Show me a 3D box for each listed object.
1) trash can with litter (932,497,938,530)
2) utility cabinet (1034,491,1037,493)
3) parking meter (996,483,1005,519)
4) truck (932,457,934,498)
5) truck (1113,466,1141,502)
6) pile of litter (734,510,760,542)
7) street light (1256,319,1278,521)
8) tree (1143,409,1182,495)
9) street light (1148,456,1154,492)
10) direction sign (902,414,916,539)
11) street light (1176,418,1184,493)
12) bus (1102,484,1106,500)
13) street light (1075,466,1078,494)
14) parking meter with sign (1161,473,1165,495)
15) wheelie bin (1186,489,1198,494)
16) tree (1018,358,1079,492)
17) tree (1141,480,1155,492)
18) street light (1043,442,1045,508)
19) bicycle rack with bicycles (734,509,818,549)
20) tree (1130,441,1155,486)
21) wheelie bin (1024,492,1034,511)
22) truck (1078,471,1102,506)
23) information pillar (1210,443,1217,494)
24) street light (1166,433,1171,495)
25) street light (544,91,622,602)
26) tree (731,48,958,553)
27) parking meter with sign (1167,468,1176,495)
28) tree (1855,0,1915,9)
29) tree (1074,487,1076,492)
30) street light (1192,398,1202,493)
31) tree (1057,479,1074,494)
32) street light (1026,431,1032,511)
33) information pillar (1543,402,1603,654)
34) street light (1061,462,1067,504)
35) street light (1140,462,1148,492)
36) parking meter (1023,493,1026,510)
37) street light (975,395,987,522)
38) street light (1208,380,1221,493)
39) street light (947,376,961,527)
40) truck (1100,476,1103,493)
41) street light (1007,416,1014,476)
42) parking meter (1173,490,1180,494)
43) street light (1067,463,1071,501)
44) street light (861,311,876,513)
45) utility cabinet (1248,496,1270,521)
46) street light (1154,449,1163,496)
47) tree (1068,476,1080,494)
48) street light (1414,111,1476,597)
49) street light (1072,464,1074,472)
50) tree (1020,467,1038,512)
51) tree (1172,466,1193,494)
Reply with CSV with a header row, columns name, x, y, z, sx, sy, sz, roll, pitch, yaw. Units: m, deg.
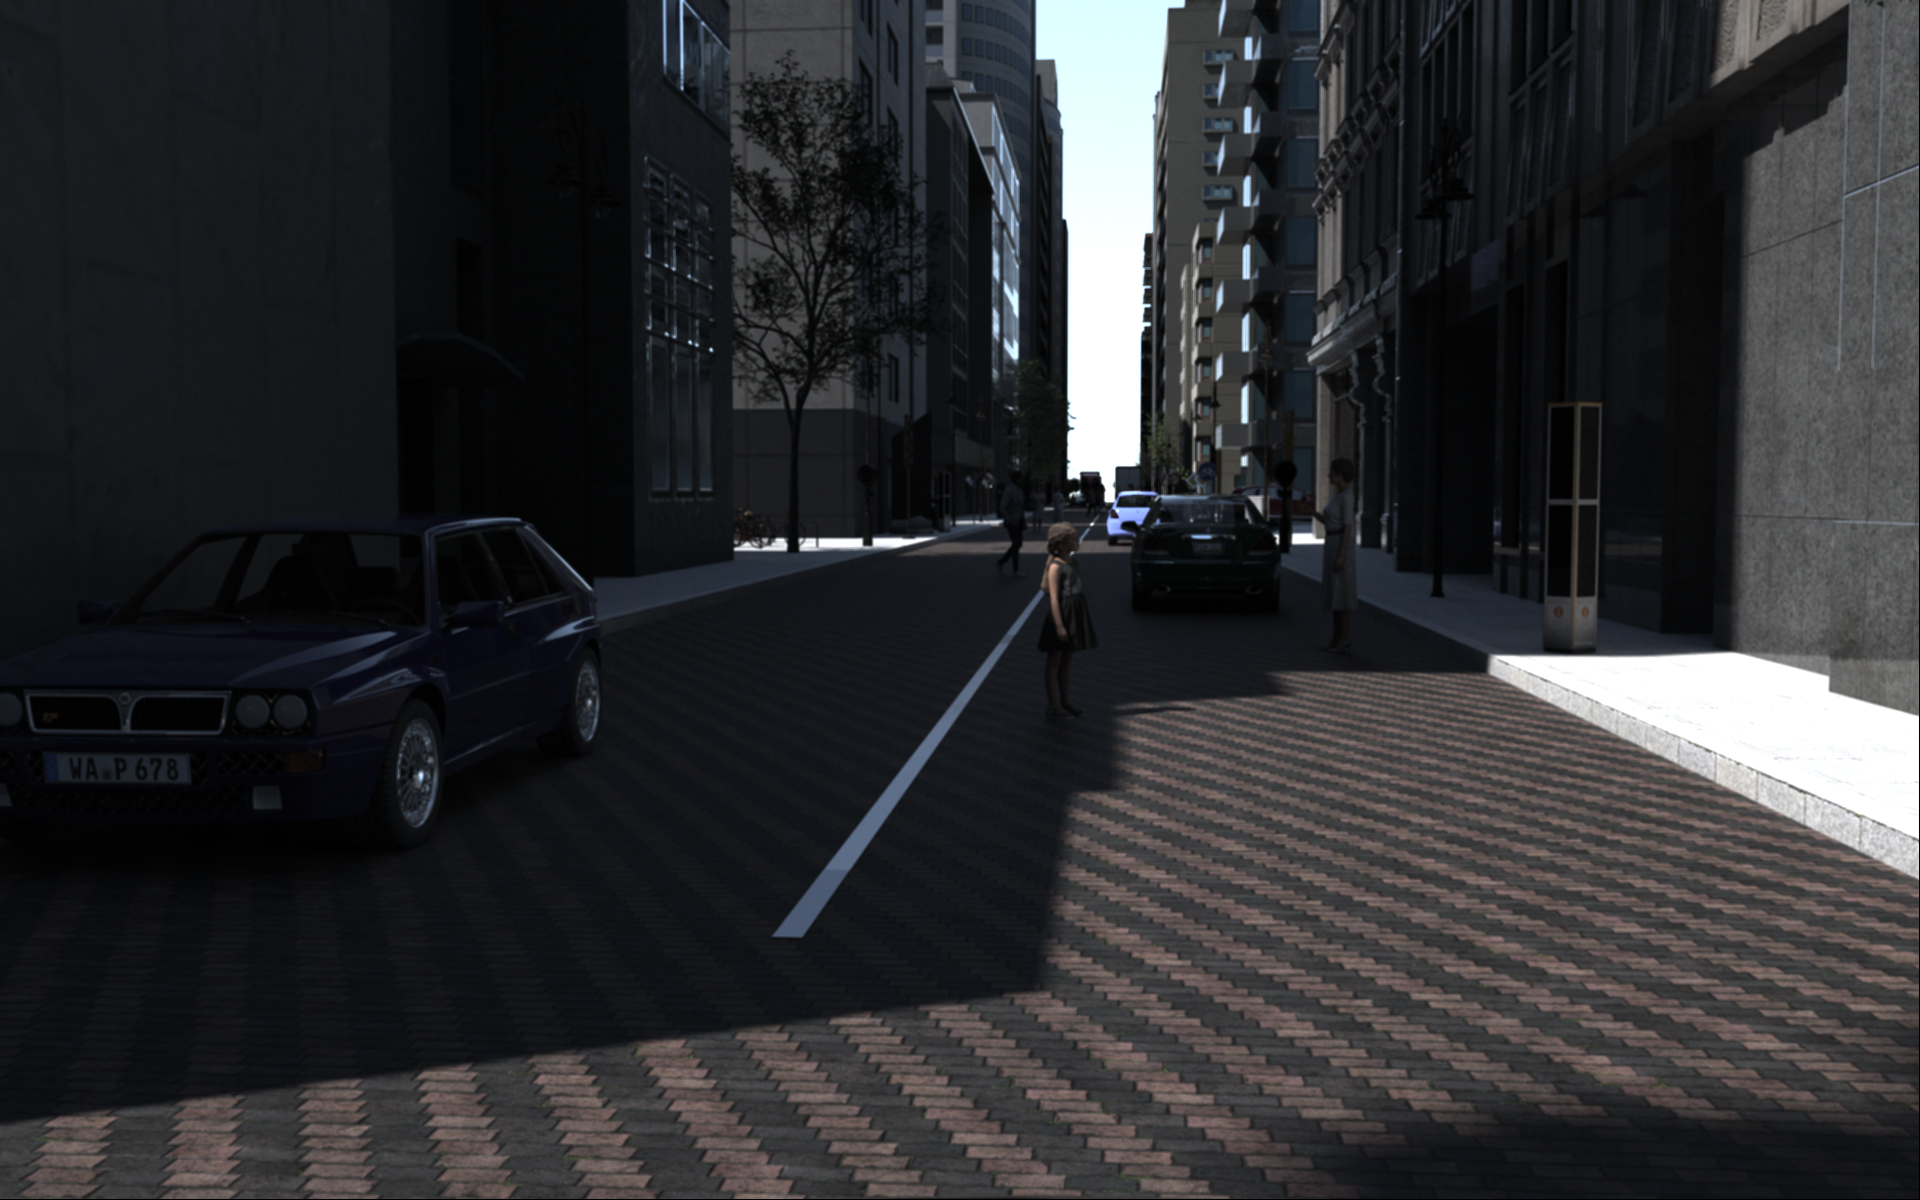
name,x,y,z,sx,sy,sz,roll,pitch,yaw
trash can with litter,-1.013,-3.095,61.995,0.624,1.170,1.055,-2,4,-25
utility cabinet,6.207,-8.538,148.269,0.318,1.500,1.173,-2,4,-34
parking meter,2.122,-5.200,90.738,0.399,1.863,0.255,2,4,28
truck,-9.880,-5.240,75.428,18.799,4.110,2.967,0,4,4
truck,17.191,-11.575,178.159,2.839,4.237,11.283,0,4,4
pile of litter,-6.060,-2.039,47.300,1.176,0.858,1.719,0,4,-6
street light,8.112,-4.470,45.875,0.468,5.910,1.993,0,4,5
tree,17.492,-12.061,147.554,4.737,8.622,4.395,0,3,0
street light,20.215,-12.733,180.976,0.468,5.910,1.993,0,4,5
direction sign,-1.466,-3.525,49.625,0.379,3.537,0.876,1,4,14
street light,13.422,-8.126,105.647,0.468,5.910,1.993,0,4,5
bus,23.799,-18.652,299.813,2.948,3.499,13.247,0,4,5
street light,17.177,-17.734,262.733,0.468,5.910,1.993,0,4,5
parking meter with sign,17.579,-9.003,143.458,1.738,3.016,0.543,-1,4,-20
wheelie bin,13.807,-5.814,102.964,0.693,1.594,0.980,-3,5,-39
tree,5.982,-13.854,144.639,7.486,12.596,7.792,0,3,0
tree,22.810,-13.251,211.249,1.663,3.219,1.824,0,3,0
street light,7.608,-11.199,155.888,0.468,5.910,1.993,0,4,5
bicycle rack with bicycles,-4.892,-1.733,41.713,2.925,0.926,2.852,-3,5,-45
tree,25.482,-17.585,237.883,4.360,8.622,3.978,0,3,0
wheelie bin,5.357,-7.621,132.509,0.693,1.594,0.980,-1,4,-23
truck,16.242,-13.898,216.150,2.839,4.237,11.283,0,4,5
information pillar,11.494,-5.340,78.667,0.183,3.616,0.504,-2,4,-24
street light,15.573,-9.563,129.146,0.468,5.910,1.993,0,4,5
street light,-4.416,-2.916,20.463,0.468,5.910,1.993,0,4,5
tree,-3.784,-6.295,37.342,8.767,10.594,7.601,1,4,17
parking meter with sign,14.443,-7.267,115.074,0.543,3.016,1.738,-1,4,-21
tree,5.202,-4.292,4.582,8.767,10.594,7.601,0,4,5
tree,15.768,-15.603,249.705,1.663,3.219,1.824,0,3,0
street light,11.219,-6.689,82.152,0.468,5.910,1.993,0,4,5
tree,13.214,-14.049,224.293,1.663,3.219,1.824,0,3,0
street light,5.105,-9.448,127.260,0.468,5.910,1.993,0,4,5
information pillar,4.943,-0.581,13.987,0.304,2.012,0.304,-2,4,-32
street light,11.998,-14.123,203.691,0.468,5.910,1.993,0,4,5
street light,24.450,-15.662,228.861,0.468,5.910,1.993,0,4,5
parking meter,5.074,-7.873,137.126,0.372,1.533,0.369,0,3,0
street light,0.967,-6.534,79.619,0.468,5.910,1.993,0,4,5
street light,10.307,-5.957,70.179,0.468,5.910,1.993,0,4,5
street light,-0.239,-5.822,67.982,0.468,5.910,1.993,0,4,5
truck,21.302,-17.536,275.632,2.839,4.237,11.283,0,4,3
street light,2.998,-7.972,103.128,0.468,5.910,1.993,0,4,5
parking meter,12.842,-5.768,102.716,0.372,1.533,0.369,0,3,0
street light,13.996,-15.571,227.369,0.468,5.910,1.993,0,4,5
street light,-2.333,-4.354,43.969,0.468,5.910,1.993,0,4,5
utility cabinet,9.394,-2.669,54.804,0.306,1.237,1.020,-1,4,-21
street light,18.089,-11.288,157.353,0.468,5.910,1.993,0,4,5
tree,20.201,-19.768,306.915,4.285,4.588,4.351,0,3,0
street light,5.967,-2.977,21.468,0.468,5.910,1.993,0,4,5
street light,15.117,-16.288,239.100,0.468,5.910,1.993,0,4,5
tree,4.741,-7.899,123.745,1.663,3.219,1.824,0,3,0
tree,13.959,-7.013,109.257,1.663,3.219,1.824,0,3,0
